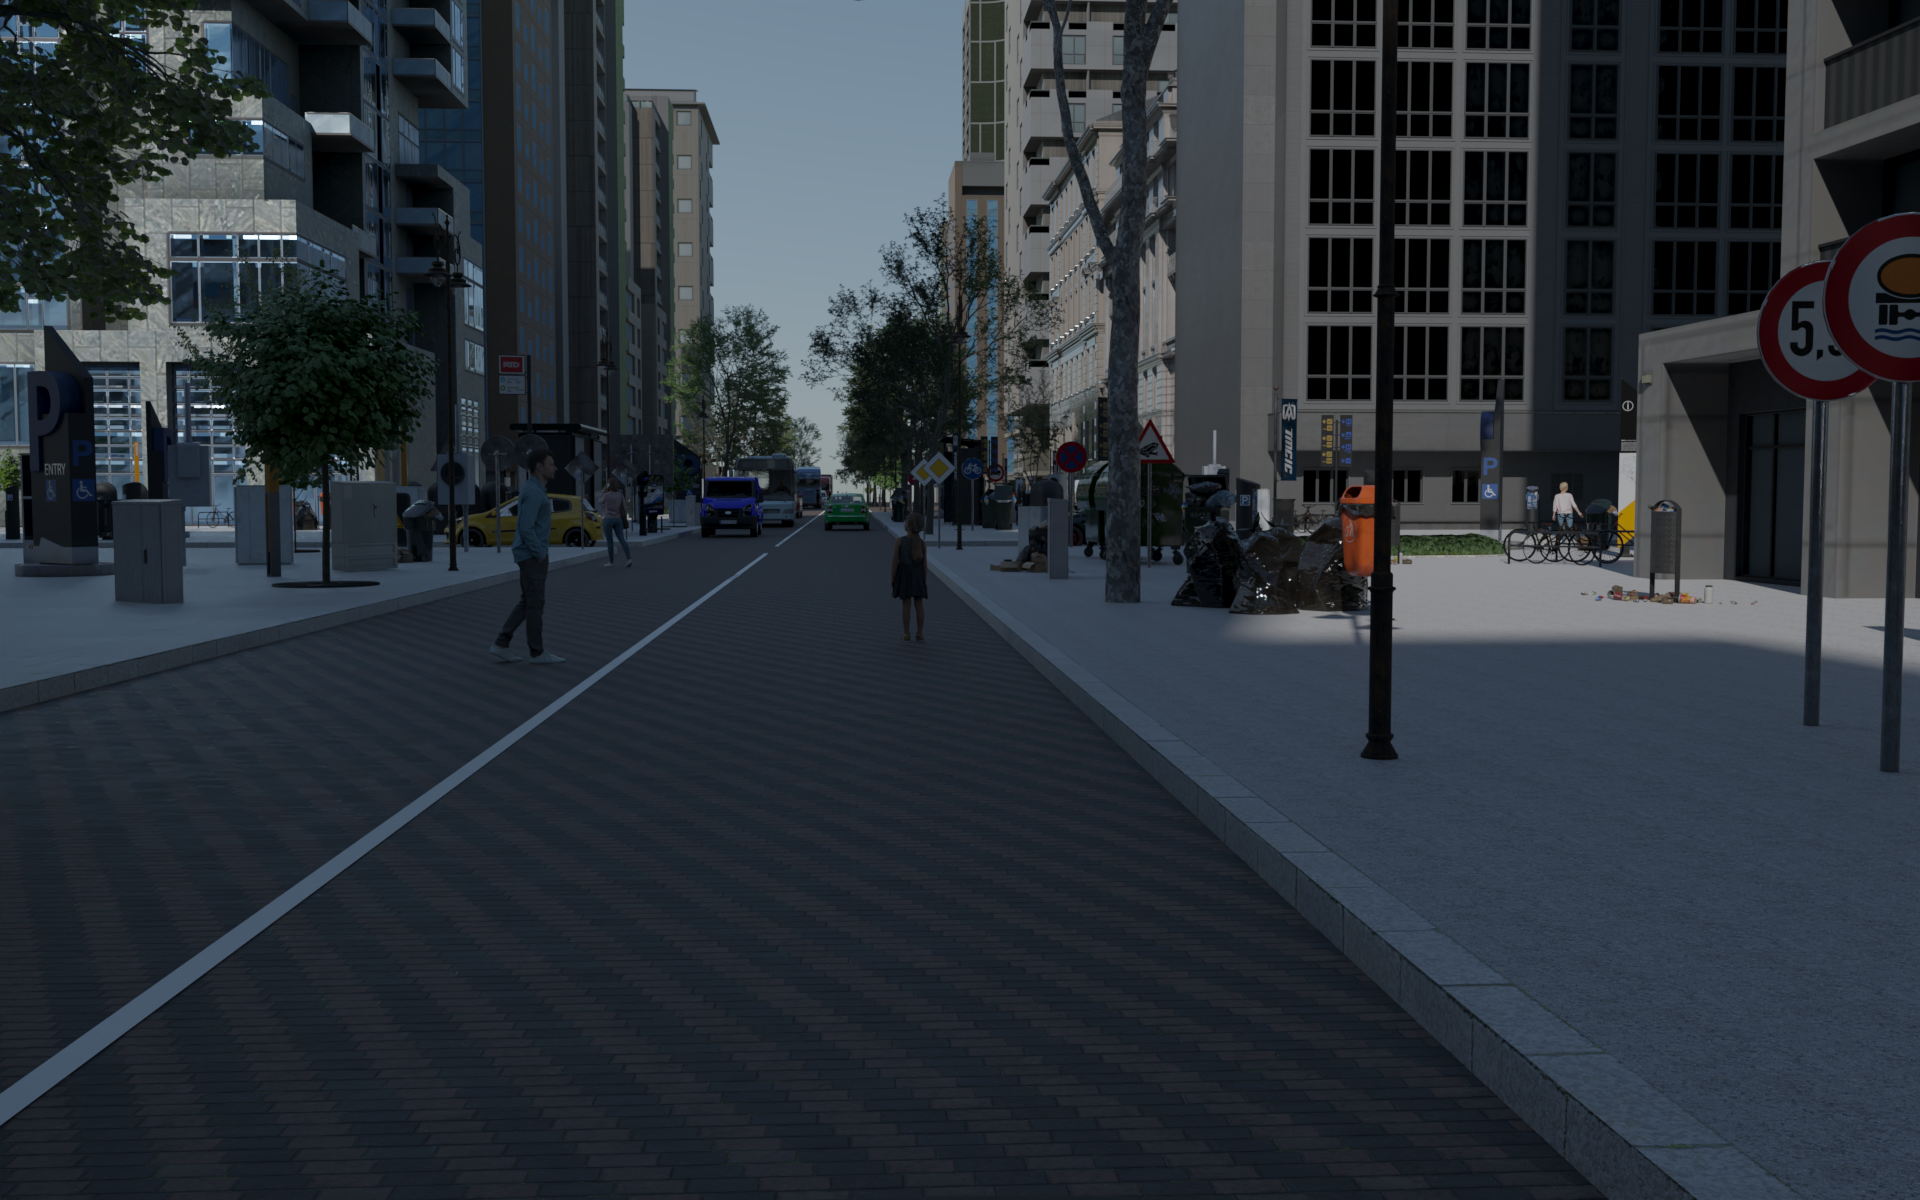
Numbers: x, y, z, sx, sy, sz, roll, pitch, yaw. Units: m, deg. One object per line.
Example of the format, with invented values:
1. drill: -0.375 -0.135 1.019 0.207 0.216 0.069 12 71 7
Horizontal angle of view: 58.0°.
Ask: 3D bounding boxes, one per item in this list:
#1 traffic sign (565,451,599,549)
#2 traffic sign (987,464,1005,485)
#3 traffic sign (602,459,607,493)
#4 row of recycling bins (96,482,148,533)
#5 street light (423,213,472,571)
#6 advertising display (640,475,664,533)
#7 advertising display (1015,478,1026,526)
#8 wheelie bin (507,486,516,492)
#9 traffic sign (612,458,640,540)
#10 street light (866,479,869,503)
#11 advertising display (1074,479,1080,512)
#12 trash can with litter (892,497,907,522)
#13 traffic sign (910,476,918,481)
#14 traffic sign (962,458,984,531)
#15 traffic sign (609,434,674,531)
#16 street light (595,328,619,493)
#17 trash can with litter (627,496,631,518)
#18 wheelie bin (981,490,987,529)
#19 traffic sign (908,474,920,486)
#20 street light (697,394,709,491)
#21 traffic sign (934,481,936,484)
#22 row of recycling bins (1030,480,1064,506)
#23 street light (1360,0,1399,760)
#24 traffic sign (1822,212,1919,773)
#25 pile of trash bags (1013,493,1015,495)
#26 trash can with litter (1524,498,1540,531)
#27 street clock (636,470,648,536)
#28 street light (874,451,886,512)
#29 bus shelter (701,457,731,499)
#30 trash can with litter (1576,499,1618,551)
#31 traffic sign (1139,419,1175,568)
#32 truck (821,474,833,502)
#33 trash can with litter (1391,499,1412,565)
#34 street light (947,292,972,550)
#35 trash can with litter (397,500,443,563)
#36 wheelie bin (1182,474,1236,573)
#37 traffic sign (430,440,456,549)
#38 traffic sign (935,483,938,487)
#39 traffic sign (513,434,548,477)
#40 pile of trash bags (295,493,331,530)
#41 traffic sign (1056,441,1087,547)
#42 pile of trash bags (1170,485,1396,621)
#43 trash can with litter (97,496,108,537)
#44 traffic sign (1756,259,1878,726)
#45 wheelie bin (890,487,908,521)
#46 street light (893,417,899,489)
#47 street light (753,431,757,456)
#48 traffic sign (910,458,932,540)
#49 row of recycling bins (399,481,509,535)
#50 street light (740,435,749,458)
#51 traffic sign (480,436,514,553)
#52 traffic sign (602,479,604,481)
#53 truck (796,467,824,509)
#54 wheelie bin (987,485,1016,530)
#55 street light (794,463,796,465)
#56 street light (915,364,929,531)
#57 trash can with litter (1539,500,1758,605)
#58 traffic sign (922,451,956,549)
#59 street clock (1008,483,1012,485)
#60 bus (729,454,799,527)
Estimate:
1. traffic sign: -8.770 -2.237 40.212 0.795 2.450 0.064 0 4 -4
2. traffic sign: 1.493 -4.434 72.599 0.768 2.556 0.104 0 4 4
3. traffic sign: -12.808 -3.844 62.947 0.768 2.556 0.104 0 4 6
4. row of recycling bins: -28.724 -3.071 57.326 3.534 1.692 1.069 -1 4 -9
5. street light: -8.479 -3.426 28.802 0.468 5.910 1.993 0 4 -4
6. advertising display: -10.141 -3.170 57.043 0.123 1.923 0.974 3 4 37
7. advertising display: 2.439 -3.974 70.182 0.123 1.923 0.974 -1 4 -17
8. wheelie bin: -18.364 -3.804 70.103 0.980 1.594 0.693 1 4 9
9. traffic sign: -9.285 -2.724 48.181 0.795 2.450 0.064 0 4 -4
10. street light: -10.302 -13.847 199.186 0.468 5.910 1.993 0 4 -4
11. advertising display: 5.321 -4.203 73.941 0.974 1.923 0.123 2 4 31
12. trash can with litter: -2.558 -4.105 78.506 1.055 1.170 0.624 1 4 20
13. traffic sign: -1.621 -4.361 71.312 0.884 2.594 0.081 0 4 1
14. traffic sign: 0.441 -3.702 60.635 0.768 2.556 0.104 0 4 -3
15. traffic sign: -10.903 -3.995 59.189 2.265 3.308 0.079 0 4 5
16. street light: -9.835 -4.625 48.406 0.468 5.910 1.993 0 4 -4
17. trash can with litter: -17.229 -4.947 92.273 1.055 1.170 0.624 2 4 30
18. wheelie bin: 1.119 -3.471 64.663 0.693 1.594 0.980 0 4 1
19. traffic sign: -2.767 -6.411 104.926 0.768 2.556 0.104 0 4 -1
20. street light: -11.810 -6.553 79.928 0.468 5.910 1.993 0 4 -4
21. traffic sign: -1.484 -5.633 92.198 0.768 2.556 0.104 0 4 -2
22. row of recycling bins: 2.604 -2.755 52.154 1.069 1.692 3.534 0 4 2
23. street light: 2.042 -2.169 8.256 0.468 5.910 1.993 0 4 -4
24. traffic sign: 4.299 -0.479 7.932 0.768 2.556 0.104 0 4 4
25. pile of trash bags: 2.358 -6.858 121.886 3.447 1.369 1.912 0 4 3
26. trash can with litter: 19.582 -2.931 58.984 1.678 1.210 2.233 0 4 -3
27. street clock: -9.742 -2.974 53.189 0.358 2.002 0.471 1 4 9
28. street light: -6.253 -9.969 135.780 0.468 5.910 1.993 0 4 -4
29. bus shelter: -15.966 -7.446 113.031 1.731 3.624 6.357 0 4 -4
30. trash can with litter: 14.464 -1.711 39.362 0.624 1.170 1.055 3 5 43
31. traffic sign: 3.293 -1.841 30.104 0.884 2.594 0.081 0 4 -3
32. truck: -19.643 -15.866 248.315 2.839 4.237 11.283 0 4 -2
33. trash can with litter: 7.426 -1.275 31.901 2.233 1.210 1.678 0 4 -4
34. street light: -0.012 -4.097 39.773 0.468 5.910 1.993 0 4 -4
35. trash can with litter: -10.269 -1.295 32.565 0.624 1.170 1.055 1 4 20
36. wheelie bin: 4.016 -1.229 28.002 0.980 1.594 0.693 1 4 23
37. traffic sign: -11.964 -2.483 40.595 0.884 2.594 0.081 0 4 -3
38. traffic sign: -1.659 -6.529 108.878 0.606 2.300 0.079 0 4 0
39. traffic sign: -9.155 -2.254 36.952 0.768 2.556 0.104 0 4 2
40. pile of trash bags: -23.196 -3.249 62.874 1.912 1.369 3.447 -1 4 -14
41. traffic sign: 2.692 -2.553 41.854 0.768 2.556 0.104 0 4 6
42. pile of trash bags: 3.717 -0.558 18.883 1.912 1.369 3.447 -1 4 -17
43. trash can with litter: -26.050 -2.530 52.420 1.678 1.210 2.233 -2 4 -32
44. traffic sign: 4.719 -0.576 9.524 0.768 2.556 0.104 0 4 0
45. wheelie bin: -2.896 -4.579 82.781 0.693 1.594 0.980 -3 4 -36
46. street light: -3.400 -7.277 91.766 0.468 5.910 1.993 0 4 -4
47. street light: -14.709 -9.292 124.719 0.468 5.910 1.993 0 4 -4
48. traffic sign: -1.007 -2.755 48.693 0.795 2.450 0.064 0 4 -4
49. row of recycling bins: -16.086 -2.937 55.139 3.534 1.692 1.069 -3 4 -36
50. street light: -13.875 -8.483 111.477 0.468 5.910 1.993 0 4 -4
51. traffic sign: -10.074 -2.303 37.760 0.768 2.556 0.104 0 3 0
52. traffic sign: -14.161 -4.168 68.246 0.768 2.556 0.104 0 4 3
53. truck: -15.266 -11.356 175.431 2.967 4.110 18.799 0 4 -4
54. wheelie bin: 1.537 -3.326 62.288 0.980 1.594 0.693 0 4 1
55. street light: -19.959 -14.404 208.288 0.468 5.910 1.993 0 4 -4
56. street light: -1.333 -5.338 60.057 0.468 5.910 1.993 0 4 -4
57. trash can with litter: 8.415 -0.608 20.995 1.678 1.210 2.233 -1 4 -11
58. traffic sign: -0.492 -2.268 40.724 0.795 2.450 0.064 0 4 -4
59. street clock: 3.108 -6.426 109.642 0.358 2.002 0.471 -1 4 -23
60. bus: -8.784 -5.146 78.996 2.948 3.499 13.247 0 4 -5
